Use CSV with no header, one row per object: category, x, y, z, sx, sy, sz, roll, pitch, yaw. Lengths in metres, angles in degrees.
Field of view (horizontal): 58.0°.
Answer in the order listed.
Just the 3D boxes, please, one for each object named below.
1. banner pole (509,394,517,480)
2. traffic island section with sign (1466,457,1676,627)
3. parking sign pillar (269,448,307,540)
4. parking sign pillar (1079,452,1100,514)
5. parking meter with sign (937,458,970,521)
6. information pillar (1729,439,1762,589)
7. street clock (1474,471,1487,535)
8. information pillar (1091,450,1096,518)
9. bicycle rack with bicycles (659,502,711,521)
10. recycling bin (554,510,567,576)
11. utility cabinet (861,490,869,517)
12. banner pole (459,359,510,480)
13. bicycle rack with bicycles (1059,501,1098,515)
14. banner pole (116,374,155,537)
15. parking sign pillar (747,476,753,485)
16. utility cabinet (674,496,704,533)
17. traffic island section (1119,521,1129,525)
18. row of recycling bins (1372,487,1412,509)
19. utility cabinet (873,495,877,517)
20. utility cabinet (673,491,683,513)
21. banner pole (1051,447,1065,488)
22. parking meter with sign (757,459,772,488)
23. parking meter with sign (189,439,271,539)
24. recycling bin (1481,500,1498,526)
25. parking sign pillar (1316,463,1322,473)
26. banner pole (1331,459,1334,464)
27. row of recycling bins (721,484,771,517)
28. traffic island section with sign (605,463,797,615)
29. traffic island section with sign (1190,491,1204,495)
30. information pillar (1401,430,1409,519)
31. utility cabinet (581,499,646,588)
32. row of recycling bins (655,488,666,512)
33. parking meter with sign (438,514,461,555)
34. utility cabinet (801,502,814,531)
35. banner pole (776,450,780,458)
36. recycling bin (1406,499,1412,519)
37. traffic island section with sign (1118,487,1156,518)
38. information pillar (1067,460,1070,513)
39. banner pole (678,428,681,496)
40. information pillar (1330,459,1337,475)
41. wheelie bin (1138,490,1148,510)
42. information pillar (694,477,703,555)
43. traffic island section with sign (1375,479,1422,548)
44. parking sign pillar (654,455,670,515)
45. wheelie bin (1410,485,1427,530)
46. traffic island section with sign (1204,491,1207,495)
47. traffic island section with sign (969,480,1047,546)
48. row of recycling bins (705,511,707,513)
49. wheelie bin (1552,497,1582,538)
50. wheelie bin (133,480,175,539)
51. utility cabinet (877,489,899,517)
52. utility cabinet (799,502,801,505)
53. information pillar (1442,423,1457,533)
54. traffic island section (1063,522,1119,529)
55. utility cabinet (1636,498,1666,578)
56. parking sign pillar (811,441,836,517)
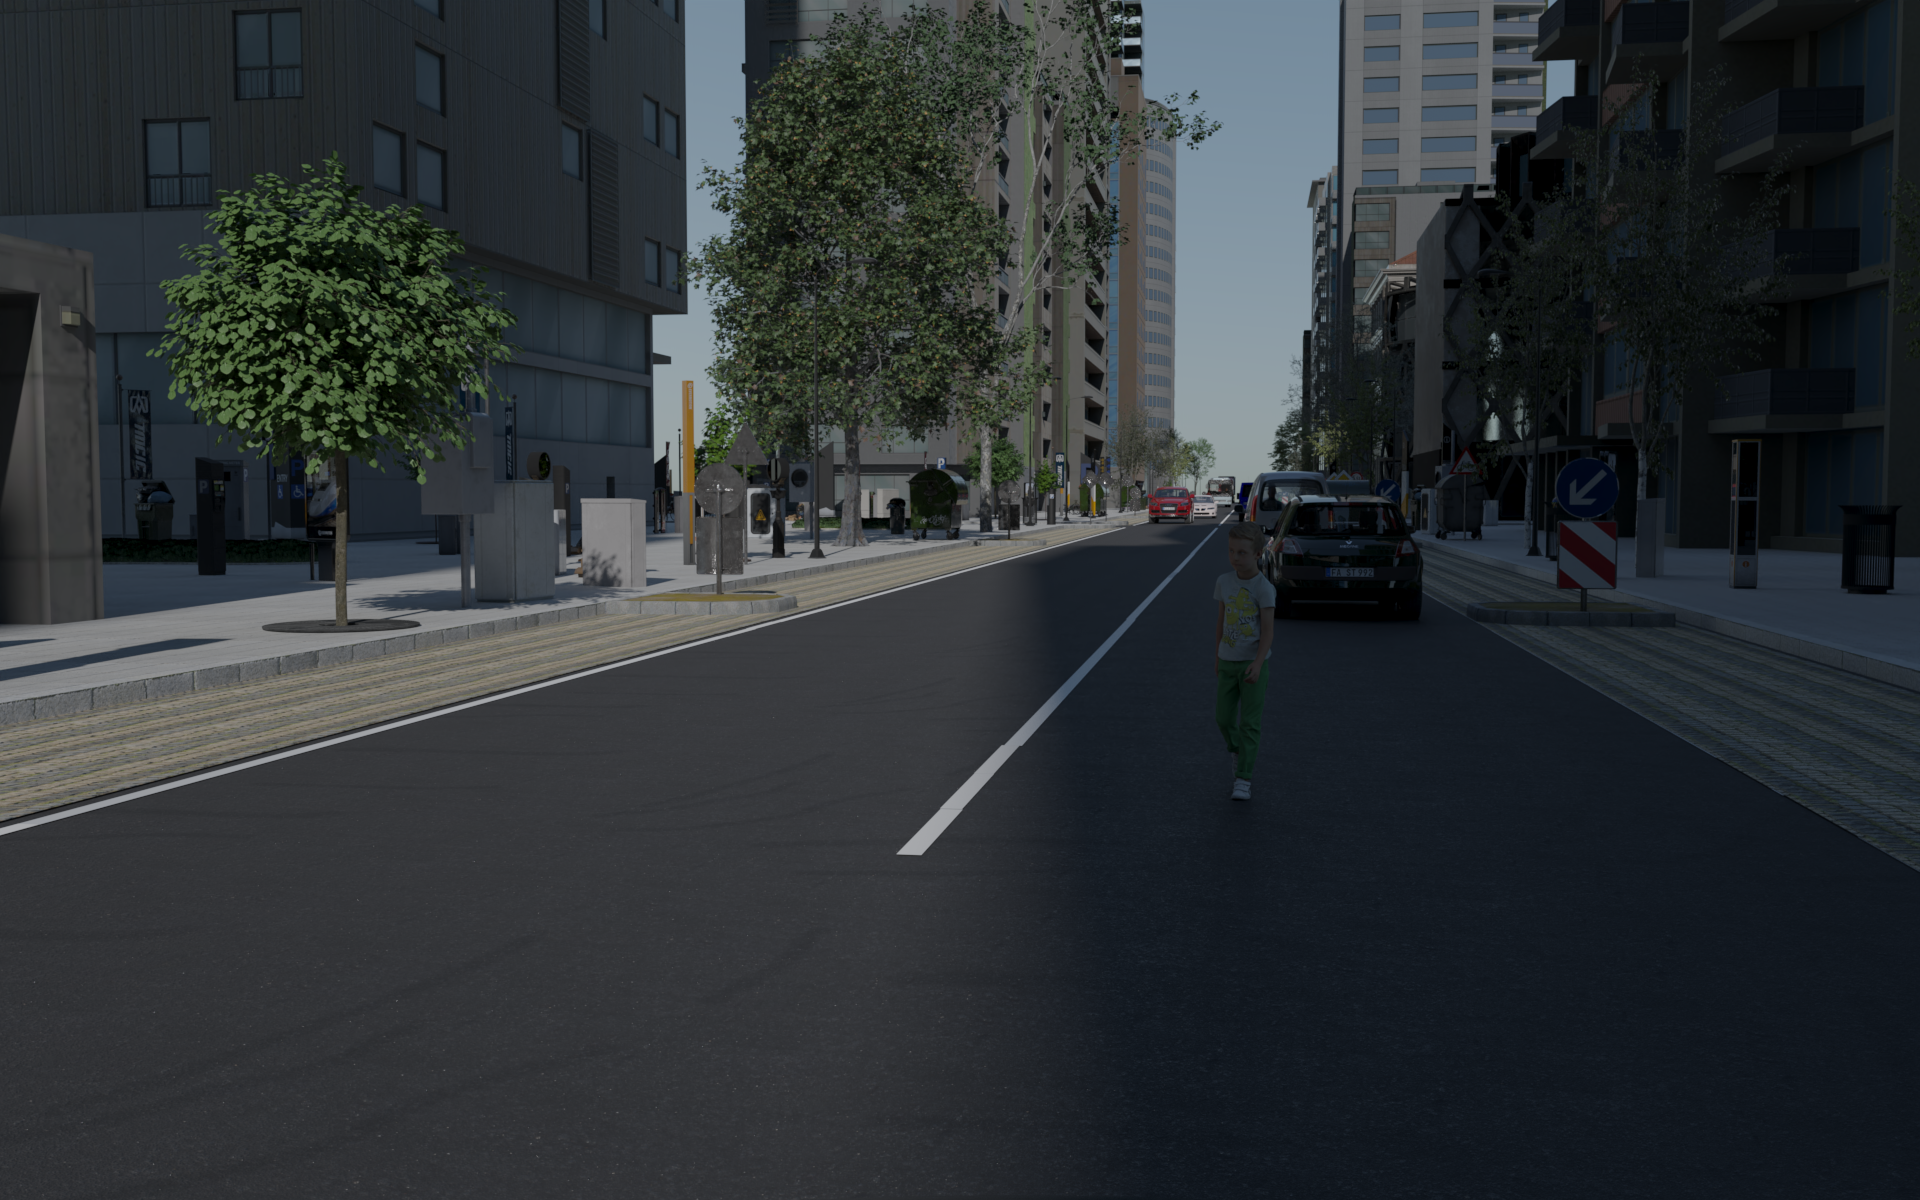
banner pole,-11.303,-3.284,43.707,0.401,3.779,0.863,-3,4,-37
traffic island section with sign,6.820,-0.669,19.571,1.989,1.847,2.006,1,4,9
parking sign pillar,-16.548,-3.313,42.632,1.447,3.967,1.447,-3,5,-41
parking sign pillar,8.306,-7.454,110.338,1.447,3.967,1.447,1,4,9
parking meter with sign,-0.285,-5.329,83.397,0.543,3.016,1.738,3,5,44
information pillar,10.638,-1.161,23.475,0.304,2.012,0.304,1,4,12
street clock,15.983,-2.987,53.407,0.471,2.002,0.358,2,4,26
information pillar,7.014,-6.110,91.261,0.183,3.616,0.504,-1,4,-17
bicycle rack with bicycles,-12.993,-4.331,84.193,2.925,0.926,2.852,3,5,44
recycling bin,-6.677,-0.915,27.518,0.722,1.027,0.722,0,4,-3
utility cabinet,-5.078,-4.698,85.486,1.173,1.500,0.318,-2,4,-32
banner pole,-8.176,-2.408,29.384,0.401,3.779,0.863,2,4,31
bicycle rack with bicycles,7.633,-5.776,107.815,2.925,0.926,2.852,0,4,-2
banner pole,-17.422,-2.843,36.498,0.401,3.779,0.863,3,5,42
parking sign pillar,-14.138,-8.072,120.441,1.447,3.967,1.447,-1,4,-22
utility cabinet,-8.986,-2.831,57.446,0.306,1.237,1.020,3,5,44
traffic island section,6.769,-3.560,80.490,2.009,0.180,2.903,1,4,9
row of recycling bins,24.611,-5.709,100.459,3.534,1.692,1.069,-1,4,-13
utility cabinet,-3.747,-4.321,81.807,0.306,1.237,1.020,-2,4,-28
utility cabinet,-18.007,-6.238,110.674,0.318,1.500,1.173,0,4,6
banner pole,5.123,-6.211,91.559,0.863,3.779,0.401,0,4,-1
parking meter with sign,-9.855,-5.558,87.134,0.543,3.016,1.738,-2,4,-31
parking meter with sign,-16.355,-2.603,38.827,1.738,3.016,0.543,0,4,-5
recycling bin,21.031,-3.472,69.316,0.722,1.027,0.722,-2,4,-31
parking sign pillar,30.829,-9.812,148.903,1.447,3.967,1.447,1,4,11
banner pole,26.470,-8.153,123.312,0.401,3.779,0.863,0,4,-1
row of recycling bins,-8.675,-3.898,70.844,1.069,1.692,3.534,1,4,21
traffic island section with sign,-3.093,-0.779,21.364,1.989,1.847,2.006,1,4,9
traffic island section with sign,27.682,-12.058,205.780,1.989,1.847,2.006,1,4,9
information pillar,16.260,-4.399,63.275,0.183,3.616,0.504,0,4,-6
utility cabinet,-4.816,-0.793,24.121,1.020,1.237,0.306,3,4,36
row of recycling bins,-20.053,-6.266,109.564,1.069,1.692,3.534,3,5,41
parking meter with sign,-10.925,-2.502,37.162,0.543,3.016,1.738,-1,4,-12
utility cabinet,-5.150,-2.998,60.180,0.306,1.237,1.020,-1,4,-19
banner pole,-7.347,-4.889,69.946,0.401,3.779,0.863,-1,4,-15
recycling bin,23.754,-4.773,90.591,0.722,1.027,0.722,2,4,28
traffic island section with sign,10.370,-5.712,102.025,1.989,1.847,2.006,1,4,9
information pillar,7.290,-7.693,117.131,0.183,3.616,0.504,-1,4,-16
banner pole,-10.744,-4.670,66.377,0.401,3.779,0.863,-1,4,-12
information pillar,25.185,-7.680,116.923,0.504,3.616,0.183,3,5,44
wheelie bin,14.561,-7.973,138.269,0.980,1.594,0.693,0,4,-3
information pillar,-5.654,-1.975,36.788,0.304,2.012,0.304,-2,4,-26
traffic island section with sign,11.330,-2.322,46.587,1.989,1.847,2.006,1,4,9
parking sign pillar,-20.205,-7.836,116.594,1.447,3.967,1.447,1,4,18
wheelie bin,16.324,-3.266,61.311,0.693,1.594,0.980,-1,4,-8
traffic island section with sign,41.175,-17.003,286.625,1.989,1.847,2.006,1,4,9
traffic island section with sign,1.372,-2.421,48.209,1.989,1.847,2.006,1,4,9
row of recycling bins,-15.310,-6.313,110.333,3.534,1.692,1.069,-3,5,-42
wheelie bin,14.407,-2.007,40.726,0.980,1.594,0.693,2,4,25
wheelie bin,-18.691,-1.976,40.209,0.980,1.594,0.693,1,4,18
utility cabinet,-2.955,-3.838,71.432,0.318,1.500,1.173,2,4,32
utility cabinet,-8.046,-4.927,91.714,1.020,1.237,0.306,2,4,30
information pillar,15.997,-3.997,56.701,0.504,3.616,0.183,0,4,6
traffic island section,5.455,-3.078,72.613,2.009,0.180,2.903,1,4,9
utility cabinet,10.765,-0.969,27.009,0.306,1.237,1.020,2,4,29
parking sign pillar,-7.039,-6.092,88.070,1.447,3.967,1.447,0,4,8
